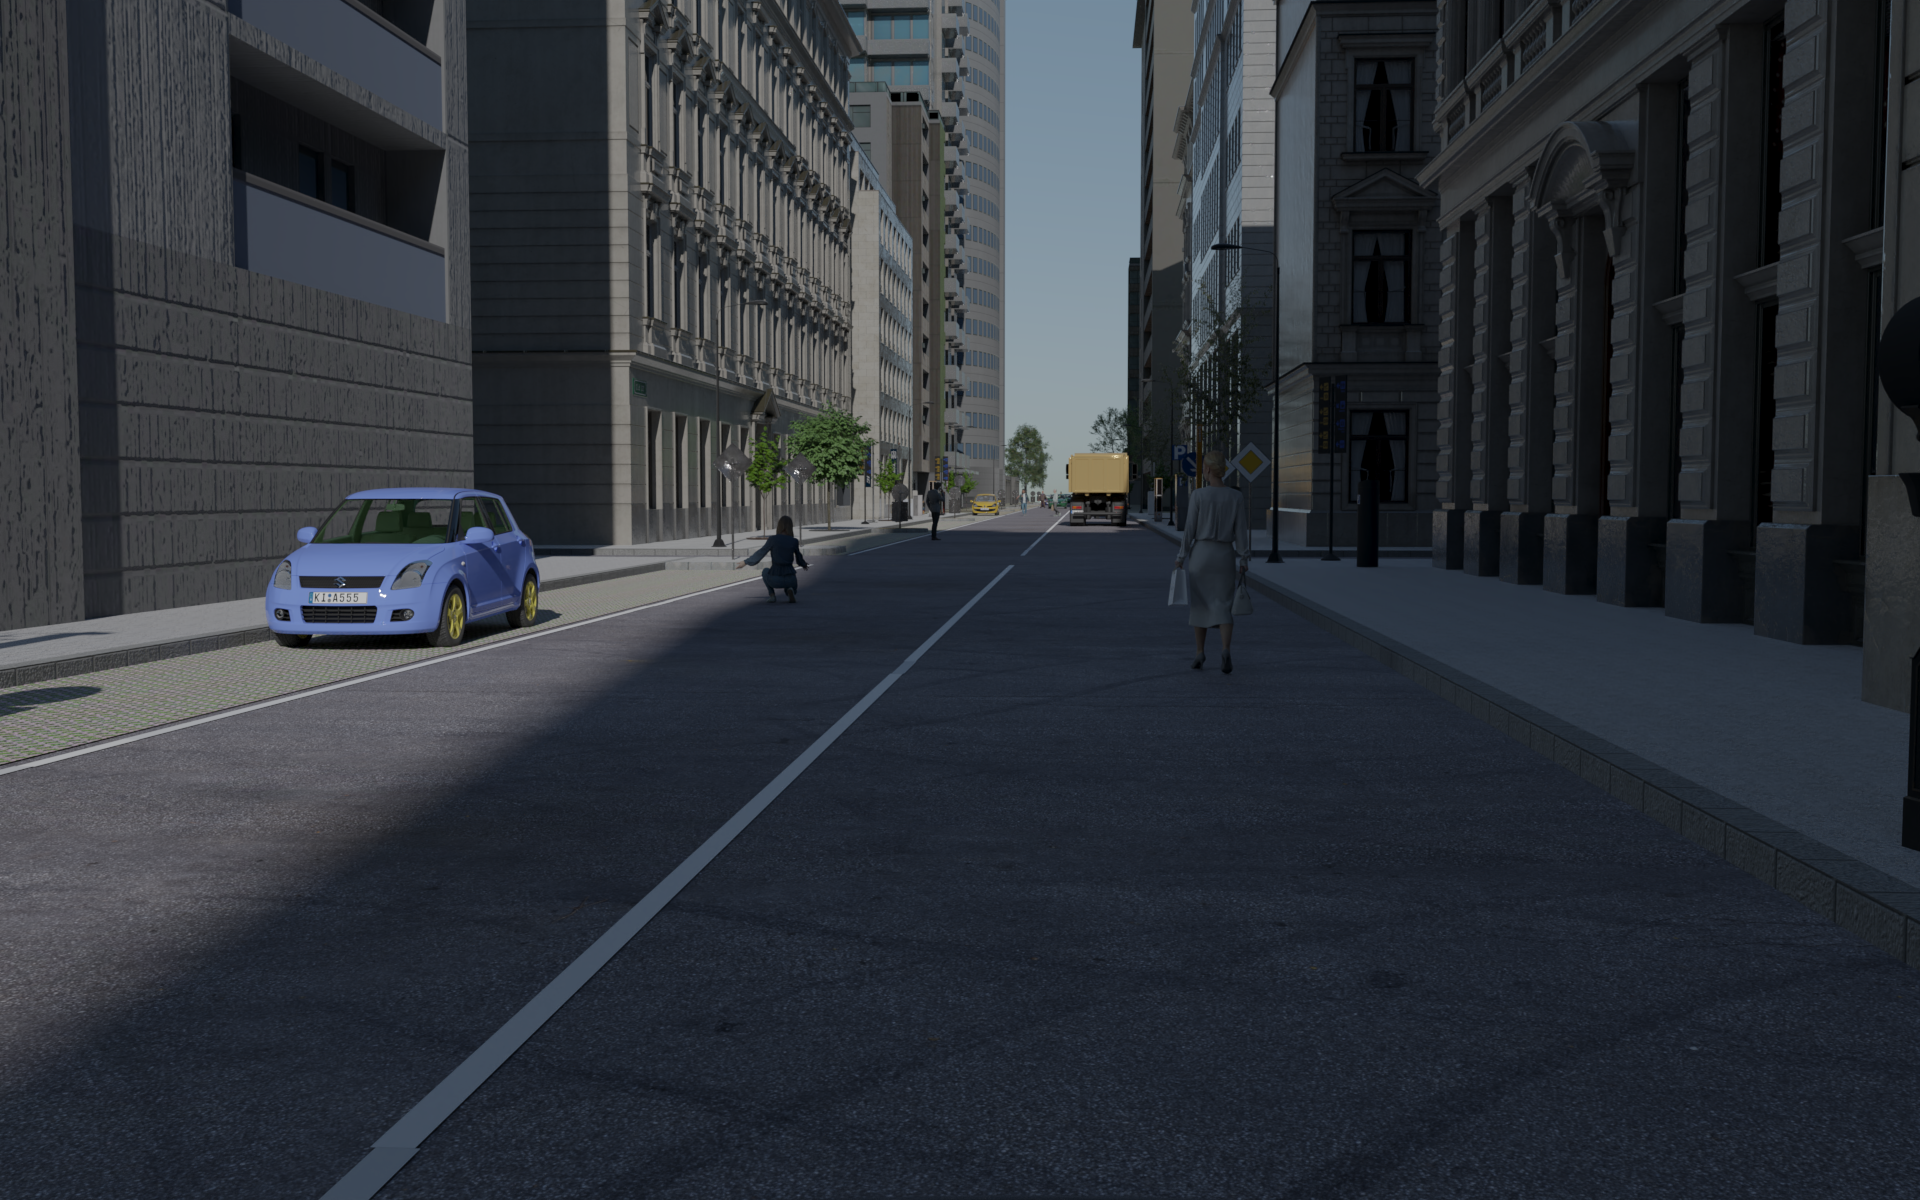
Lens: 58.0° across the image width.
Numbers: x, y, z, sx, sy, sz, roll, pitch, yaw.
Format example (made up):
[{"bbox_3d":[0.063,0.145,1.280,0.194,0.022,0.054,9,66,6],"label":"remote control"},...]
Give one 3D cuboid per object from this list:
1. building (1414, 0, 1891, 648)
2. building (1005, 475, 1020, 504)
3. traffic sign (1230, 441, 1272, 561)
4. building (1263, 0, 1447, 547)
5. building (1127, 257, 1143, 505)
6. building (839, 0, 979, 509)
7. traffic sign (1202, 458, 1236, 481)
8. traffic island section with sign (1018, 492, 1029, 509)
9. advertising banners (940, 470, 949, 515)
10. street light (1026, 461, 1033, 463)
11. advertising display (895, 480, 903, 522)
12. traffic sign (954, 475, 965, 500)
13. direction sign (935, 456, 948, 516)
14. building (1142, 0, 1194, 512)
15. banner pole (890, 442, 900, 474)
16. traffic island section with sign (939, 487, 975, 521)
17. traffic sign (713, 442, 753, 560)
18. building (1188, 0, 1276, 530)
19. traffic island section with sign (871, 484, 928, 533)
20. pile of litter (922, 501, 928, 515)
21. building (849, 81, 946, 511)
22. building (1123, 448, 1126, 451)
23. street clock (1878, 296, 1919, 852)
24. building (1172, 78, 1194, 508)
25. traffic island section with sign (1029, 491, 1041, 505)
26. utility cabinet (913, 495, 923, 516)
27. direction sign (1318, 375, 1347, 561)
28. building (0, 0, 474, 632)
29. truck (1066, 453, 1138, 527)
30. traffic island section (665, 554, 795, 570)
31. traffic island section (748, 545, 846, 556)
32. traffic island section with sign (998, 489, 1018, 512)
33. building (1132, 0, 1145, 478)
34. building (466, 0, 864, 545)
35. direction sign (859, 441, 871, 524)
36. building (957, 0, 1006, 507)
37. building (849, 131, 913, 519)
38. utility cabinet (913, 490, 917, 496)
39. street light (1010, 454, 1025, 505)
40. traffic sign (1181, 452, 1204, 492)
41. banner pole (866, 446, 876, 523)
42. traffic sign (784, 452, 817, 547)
[{"bbox_3d":[12.423,-11.707,20.292,11.050,23.489,19.941,0,4,4],"label":"building"},{"bbox_3d":[-1.533,-50.018,256.040,20.563,71.187,20.611,0,4,4],"label":"building"},{"bbox_3d":[5.535,-1.797,33.029,0.795,2.450,0.064,0,4,4],"label":"traffic sign"},{"bbox_3d":[17.811,-11.067,45.572,19.286,19.102,10.561,0,4,4],"label":"building"},{"bbox_3d":[27.464,-26.906,211.607,14.160,30.474,14.107,0,4,4],"label":"building"},{"bbox_3d":[-10.791,-32.283,147.435,23.786,49.044,30.456,0,4,4],"label":"building"},{"bbox_3d":[6.121,-2.284,40.993,0.795,2.450,0.064,0,4,4],"label":"traffic sign"},{"bbox_3d":[5.460,-9.777,168.482,1.989,1.847,2.006,0,4,4],"label":"traffic island section with sign"},{"bbox_3d":[-1.016,-6.885,108.762,0.090,3.025,2.074,-1,4,-16],"label":"advertising banners"},{"bbox_3d":[9.730,-16.742,246.278,1.470,5.913,1.316,0,4,4],"label":"street light"},{"bbox_3d":[-2.776,-4.495,78.702,0.123,1.923,0.974,1,4,15],"label":"advertising display"},{"bbox_3d":[-0.029,-7.126,116.614,0.768,2.556,0.104,1,4,11],"label":"traffic sign"},{"bbox_3d":[-1.112,-6.830,103.665,0.876,3.537,0.379,-2,4,-27],"label":"direction sign"},{"bbox_3d":[25.431,-31.304,135.516,21.300,48.544,21.600,0,4,4],"label":"building"},{"bbox_3d":[-3.114,-5.758,84.156,0.401,3.779,0.863,-3,5,-44],"label":"banner pole"},{"bbox_3d":[-0.226,-5.056,91.296,1.989,1.847,2.006,0,4,4],"label":"traffic island section with sign"},{"bbox_3d":[-4.431,-1.843,33.781,0.795,2.450,0.064,0,4,4],"label":"traffic sign"},{"bbox_3d":[16.475,-18.239,75.701,11.434,29.767,29.804,0,4,4],"label":"building"},{"bbox_3d":[-2.208,-3.412,64.413,1.989,1.847,2.006,0,4,4],"label":"traffic island section with sign"},{"bbox_3d":[-2.680,-6.017,112.346,1.176,0.858,1.719,0,4,3],"label":"pile of litter"},{"bbox_3d":[-8.606,-21.617,125.143,14.160,30.474,14.107,0,4,4],"label":"building"},{"bbox_3d":[33.620,-56.249,232.349,22.319,86.520,31.000,0,4,4],"label":"building"},{"bbox_3d":[3.531,-0.098,6.165,0.471,2.002,0.358,0,4,-7],"label":"street clock"},{"bbox_3d":[19.977,-19.288,102.752,14.401,28.519,23.554,0,4,4],"label":"building"},{"bbox_3d":[9.470,-13.112,223.009,1.989,1.847,2.006,0,4,4],"label":"traffic island section with sign"},{"bbox_3d":[-2.474,-5.517,101.364,0.306,1.237,1.020,-1,4,-16],"label":"utility cabinet"},{"bbox_3d":[7.155,-2.527,33.318,0.379,3.537,0.876,-2,4,-23],"label":"direction sign"},{"bbox_3d":[-22.400,-29.464,23.740,28.212,58.520,21.231,0,4,4],"label":"building"},{"bbox_3d":[6.483,-5.155,80.209,3.469,3.379,9.791,0,4,6],"label":"truck"},{"bbox_3d":[-4.455,-0.707,33.844,2.009,0.180,2.903,0,4,4],"label":"traffic island section"},{"bbox_3d":[-3.869,-1.194,41.808,2.009,0.180,2.903,0,4,4],"label":"traffic island section"},{"bbox_3d":[3.473,-8.133,141.600,1.989,1.847,2.006,0,4,4],"label":"traffic island section with sign"},{"bbox_3d":[32.050,-35.827,175.002,28.713,52.752,27.495,0,4,4],"label":"building"},{"bbox_3d":[-14.528,-17.617,64.455,17.030,29.872,44.131,0,4,4],"label":"building"},{"bbox_3d":[-4.034,-4.990,73.576,0.379,3.537,0.876,2,4,33],"label":"direction sign"},{"bbox_3d":[-6.544,-38.804,176.441,21.231,58.520,28.212,0,4,4],"label":"building"},{"bbox_3d":[-8.629,-14.736,95.678,10.420,20.320,16.860,0,4,4],"label":"building"},{"bbox_3d":[-3.188,-5.917,105.422,1.173,1.500,0.318,-1,4,-10],"label":"utility cabinet"},{"bbox_3d":[6.451,-13.969,200.939,1.470,5.913,1.316,0,4,4],"label":"street light"},{"bbox_3d":[7.047,-3.186,52.195,0.768,2.556,0.104,1,4,9],"label":"traffic sign"},{"bbox_3d":[-4.060,-5.402,78.331,0.401,3.779,0.863,-3,4,-38],"label":"banner pole"},{"bbox_3d":[-3.845,-2.330,41.745,0.795,2.450,0.064,0,4,4],"label":"traffic sign"}]
